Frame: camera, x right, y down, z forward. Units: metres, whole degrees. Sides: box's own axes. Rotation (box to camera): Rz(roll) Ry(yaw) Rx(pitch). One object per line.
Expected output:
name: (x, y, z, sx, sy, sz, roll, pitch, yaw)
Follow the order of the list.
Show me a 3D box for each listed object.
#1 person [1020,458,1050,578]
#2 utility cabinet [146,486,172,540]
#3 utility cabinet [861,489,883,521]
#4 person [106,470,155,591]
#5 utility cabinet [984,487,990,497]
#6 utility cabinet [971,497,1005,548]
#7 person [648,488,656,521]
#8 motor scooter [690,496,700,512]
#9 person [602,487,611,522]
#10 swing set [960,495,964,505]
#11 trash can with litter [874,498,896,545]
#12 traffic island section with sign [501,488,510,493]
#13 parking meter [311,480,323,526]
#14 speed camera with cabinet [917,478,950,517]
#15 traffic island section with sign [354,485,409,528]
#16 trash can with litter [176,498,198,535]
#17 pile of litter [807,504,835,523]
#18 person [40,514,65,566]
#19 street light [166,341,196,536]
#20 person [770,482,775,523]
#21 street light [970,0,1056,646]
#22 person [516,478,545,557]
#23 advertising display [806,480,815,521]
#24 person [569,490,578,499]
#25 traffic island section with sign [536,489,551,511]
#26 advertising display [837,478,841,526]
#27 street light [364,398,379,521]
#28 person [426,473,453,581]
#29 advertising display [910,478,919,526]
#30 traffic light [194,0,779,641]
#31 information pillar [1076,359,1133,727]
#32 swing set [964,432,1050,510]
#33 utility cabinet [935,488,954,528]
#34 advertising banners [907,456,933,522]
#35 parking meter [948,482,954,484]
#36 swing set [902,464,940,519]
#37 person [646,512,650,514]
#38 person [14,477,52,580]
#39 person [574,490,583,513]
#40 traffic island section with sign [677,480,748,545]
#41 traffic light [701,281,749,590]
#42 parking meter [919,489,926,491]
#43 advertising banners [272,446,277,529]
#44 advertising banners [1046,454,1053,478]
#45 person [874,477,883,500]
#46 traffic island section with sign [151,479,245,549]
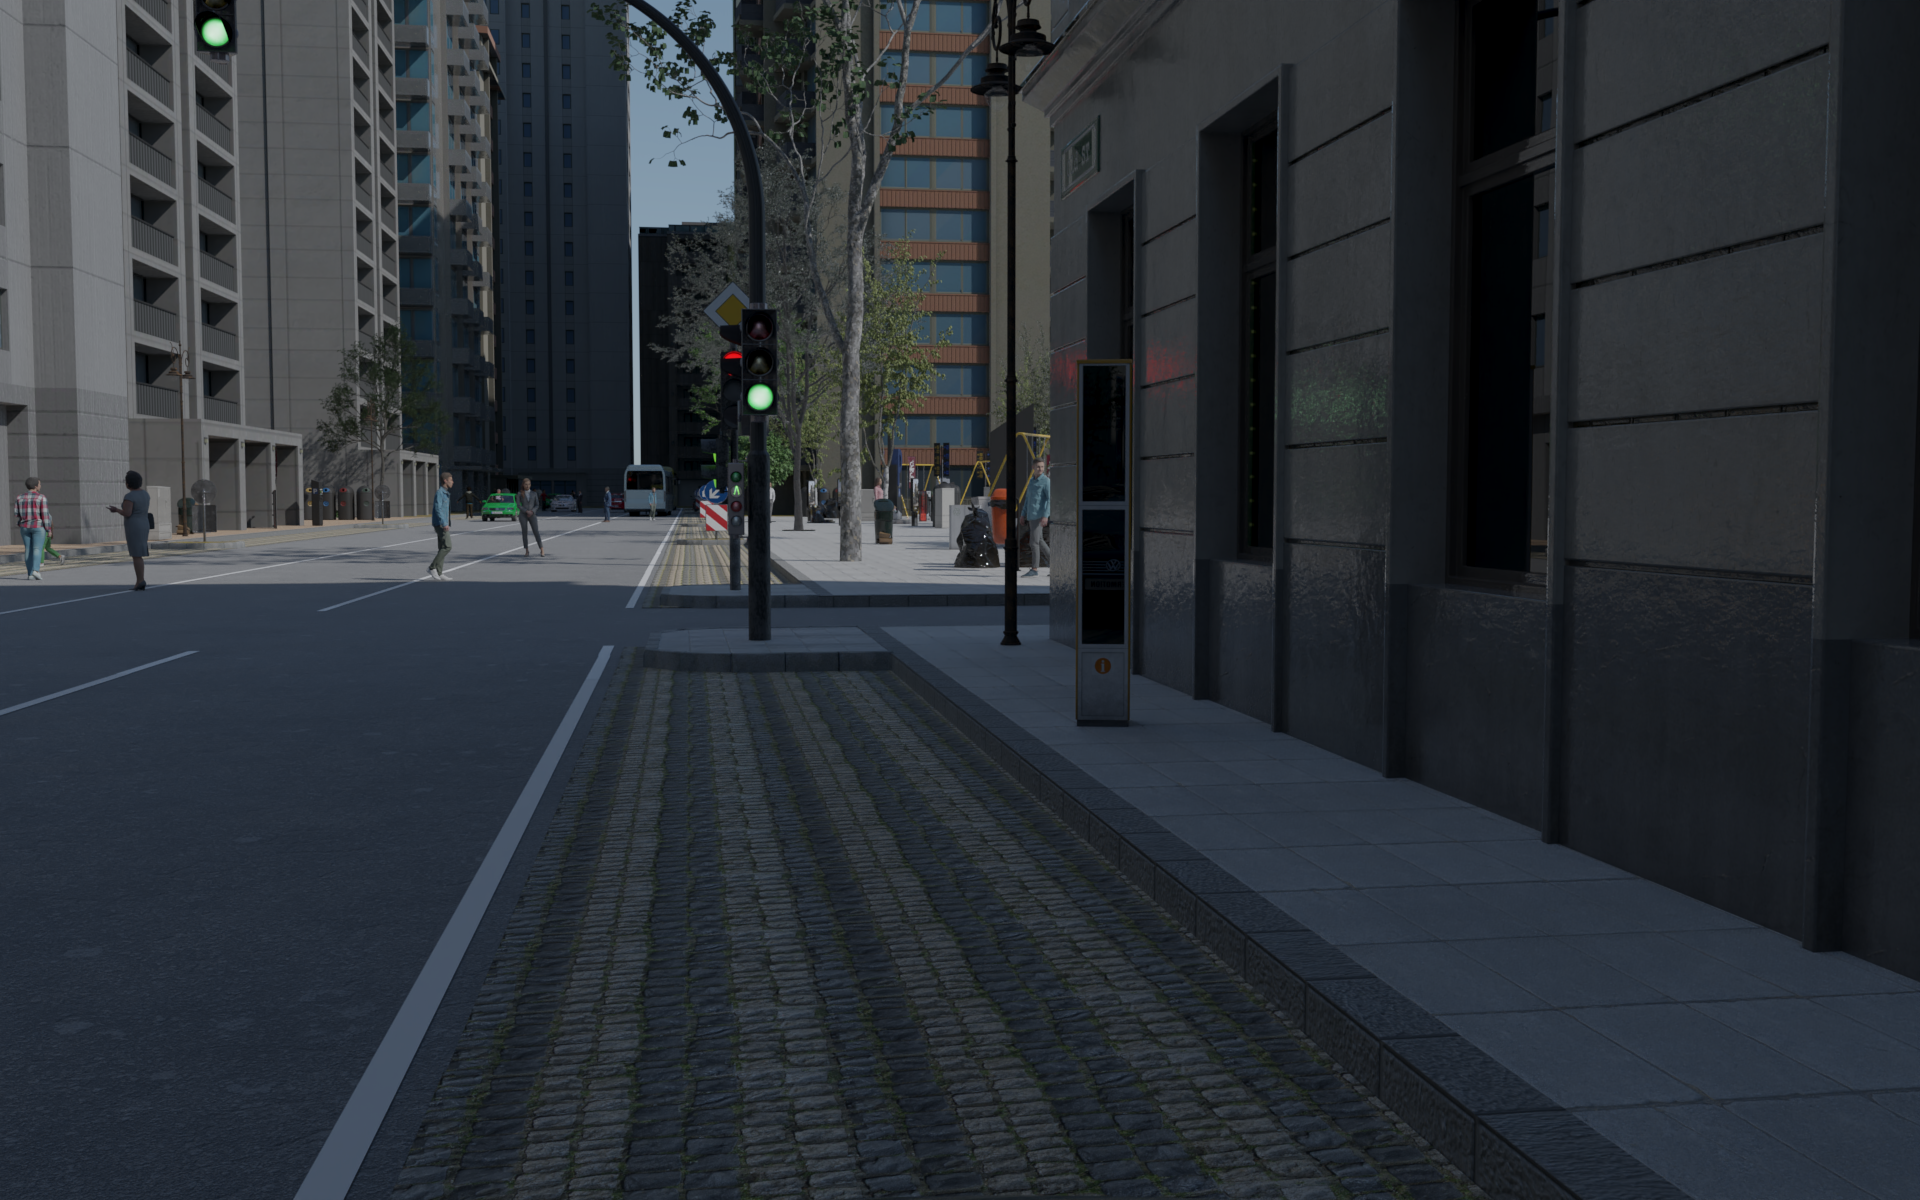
person: (1.269, -1.271, 26.680, 0.748, 1.841, 0.638, -1, 4, -21)
utility cabinet: (-22.280, -2.418, 48.221, 0.318, 1.500, 1.173, -1, 4, -9)
utility cabinet: (-4.111, -4.410, 80.783, 1.173, 1.500, 0.318, 0, 4, 3)
person: (-12.272, -1.032, 25.728, 0.532, 1.782, 0.716, 0, 4, 7)
utility cabinet: (1.284, -2.809, 54.610, 1.173, 1.500, 0.318, 3, 5, 44)
utility cabinet: (0.752, -1.855, 41.485, 1.020, 1.237, 0.306, -3, 4, -36)
person: (-16.540, -5.158, 93.170, 0.444, 1.785, 0.601, 3, 5, 45)
motor scooter: (-19.278, -6.952, 126.438, 0.815, 1.314, 1.986, 0, 4, -7)
person: (-17.978, -4.866, 88.249, 0.419, 1.800, 0.721, -2, 4, -29)
swing set: (1.666, -5.090, 80.842, 2.862, 2.851, 3.119, -2, 4, -30)
trash can with litter: (-1.880, -2.021, 44.434, 0.624, 1.170, 1.055, -1, 4, -10)
traffic island section with sign: (-32.019, -6.944, 122.166, 1.989, 1.847, 2.006, -1, 4, -9)
parking meter: (-25.843, -3.911, 69.653, 0.399, 1.863, 0.255, 1, 4, 10)
speed camera with cabinet: (-1.639, -6.398, 98.939, 2.038, 3.252, 0.660, -1, 4, -17)
traffic island section with sign: (-24.316, -3.929, 72.870, 1.989, 1.847, 2.006, -1, 4, -9)
trash can with litter: (-24.427, -2.651, 54.729, 0.624, 1.170, 1.055, -1, 4, -16)
pile of litter: (-6.152, -3.828, 76.555, 1.176, 0.858, 1.719, -1, 4, -19)
person: (-18.042, -1.315, 34.248, 0.590, 1.304, 0.306, -1, 4, -22)
street light: (-23.471, -4.862, 52.285, 0.468, 5.910, 1.993, -1, 4, -9)
person: (-8.549, -4.326, 76.875, 0.679, 1.850, 0.850, -1, 4, -16)
street light: (0.432, -2.555, 14.564, 0.468, 5.910, 1.993, -1, 4, -9)
person: (-9.797, -1.879, 39.500, 0.520, 1.790, 0.573, -3, 5, -40)
advertising display: (-7.024, -4.666, 81.495, 0.123, 1.923, 0.974, 1, 4, 12)
person: (-36.187, -9.380, 161.893, 1.348, 1.821, 0.705, 1, 4, 10)
traffic island section with sign: (-36.172, -8.573, 148.800, 1.989, 1.847, 2.006, -1, 4, -9)
advertising display: (-4.490, -3.961, 69.976, 0.974, 1.923, 0.123, 1, 4, 20)
street light: (-28.344, -6.771, 83.493, 0.468, 5.910, 1.993, -1, 4, -9)
person: (-8.584, -1.208, 28.594, 0.444, 1.785, 0.601, 0, 4, -5)
advertising display: (-1.822, -3.923, 69.348, 0.123, 1.923, 0.974, 1, 4, 12)
traffic light: (-3.845, -2.448, 14.687, 4.771, 5.953, 1.251, -1, 4, -9)
information pillar: (0.799, -0.314, 9.623, 0.304, 2.012, 0.304, 0, 4, 5)
swing set: (2.023, -2.921, 45.374, 2.862, 2.851, 3.119, 1, 4, 19)
utility cabinet: (-0.585, -3.447, 65.044, 0.318, 1.500, 1.173, 1, 4, 22)
advertising banners: (-1.706, -5.166, 80.647, 0.090, 3.025, 2.074, 3, 5, 44)
parking meter: (-0.498, -4.820, 84.512, 0.399, 1.863, 0.255, -2, 4, -30)
swing set: (-2.584, -5.687, 90.597, 3.119, 2.851, 2.862, -3, 5, -41)
person: (-22.360, -7.031, 124.174, 1.217, 1.735, 0.721, 0, 4, 0)
person: (-15.547, -1.204, 29.016, 0.563, 1.720, 0.643, 0, 4, 0)
person: (-28.841, -7.430, 130.776, 0.742, 1.727, 0.445, 0, 3, 0)
traffic island section with sign: (-7.026, -2.475, 49.099, 1.989, 1.847, 2.006, -1, 4, -9)
traffic light: (-3.023, -2.087, 23.039, 0.839, 4.253, 0.868, -1, 4, -9)
parking meter: (-2.077, -5.339, 95.705, 0.372, 1.533, 0.369, 0, 3, 0)
advertising banners: (-25.392, -4.158, 64.171, 0.090, 3.025, 2.074, -2, 4, -25)
advertising banners: (3.301, -4.910, 76.465, 2.074, 3.025, 0.090, 0, 4, 4)
person: (-2.596, -3.050, 55.913, 0.388, 1.821, 0.555, 0, 4, 8)
traffic island section with sign: (-20.120, -2.279, 45.889, 1.989, 1.847, 2.006, -1, 4, -9)
